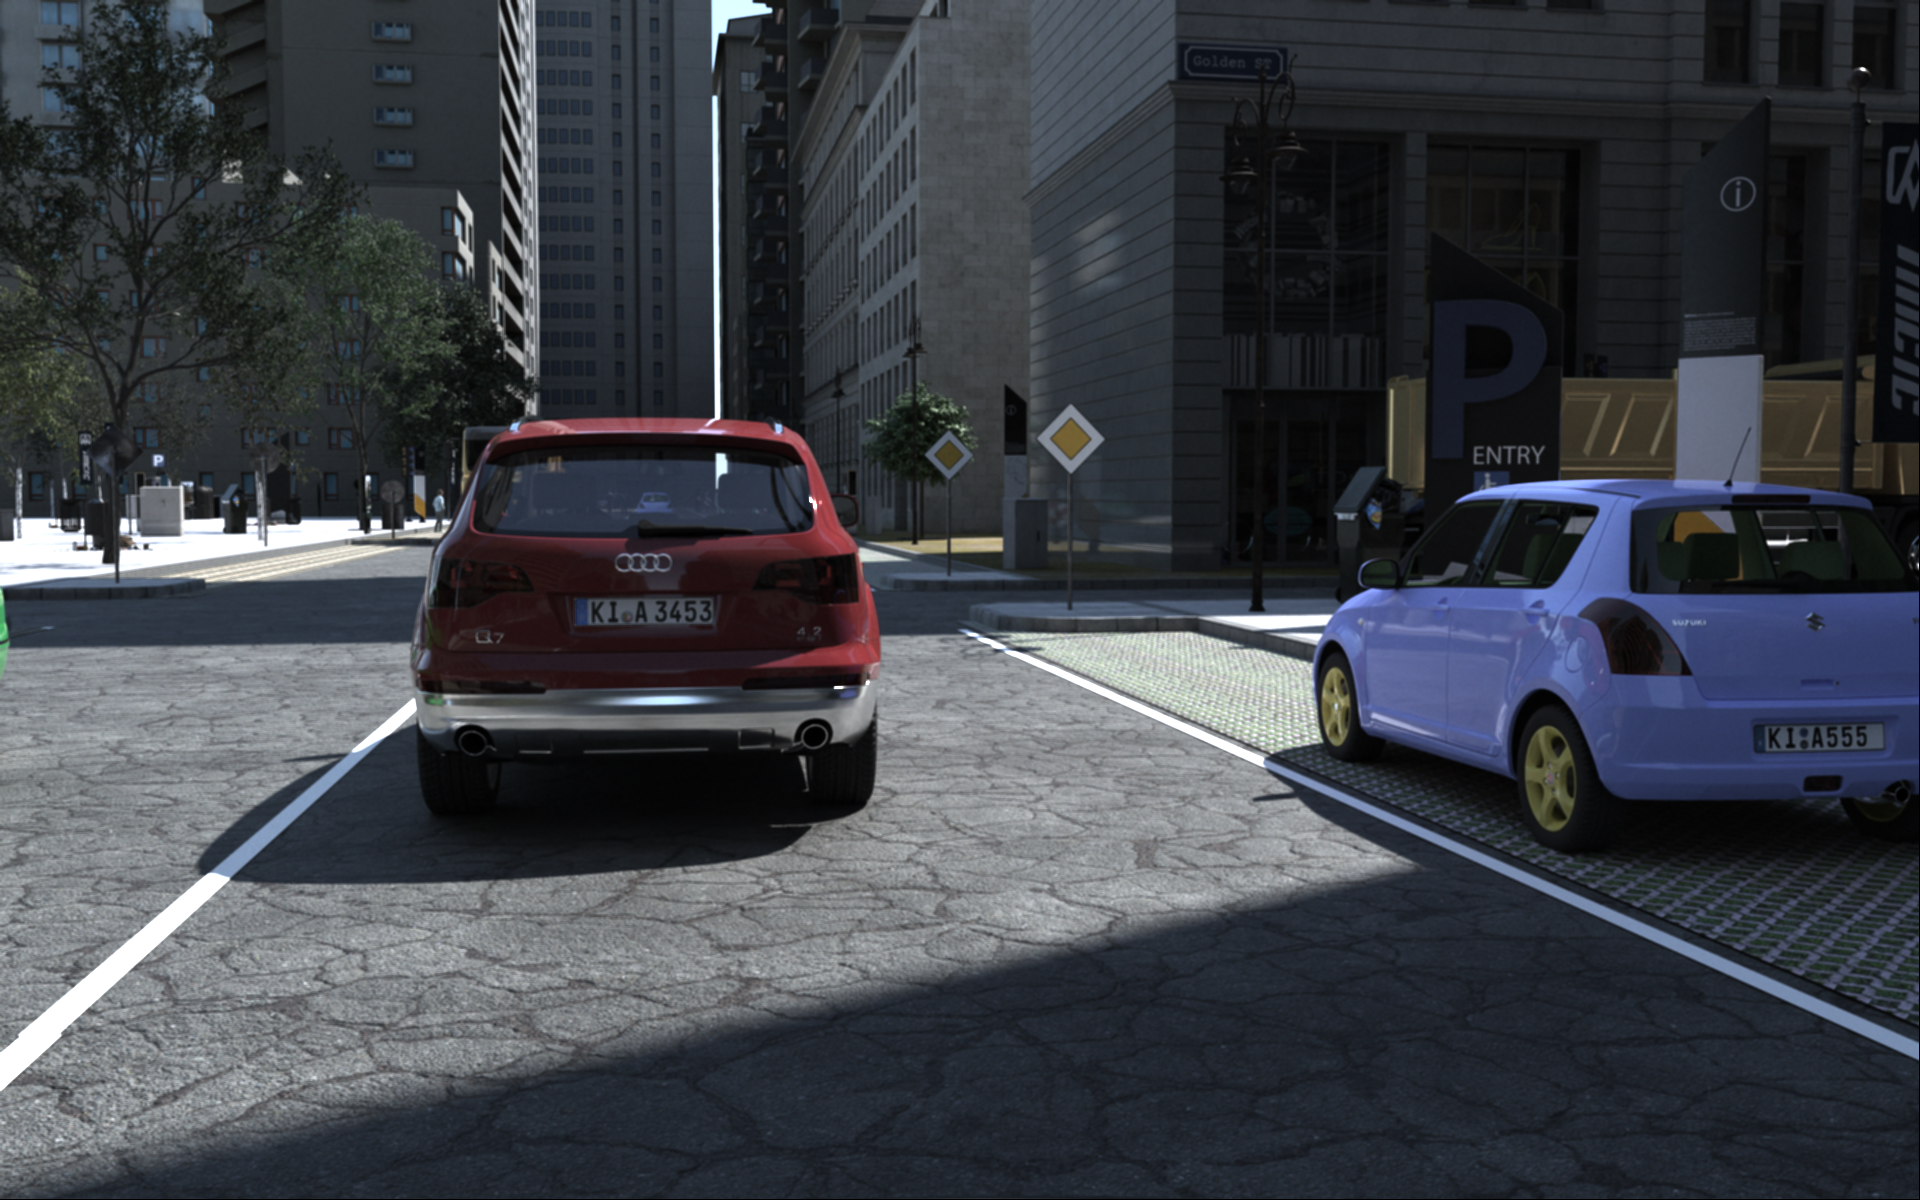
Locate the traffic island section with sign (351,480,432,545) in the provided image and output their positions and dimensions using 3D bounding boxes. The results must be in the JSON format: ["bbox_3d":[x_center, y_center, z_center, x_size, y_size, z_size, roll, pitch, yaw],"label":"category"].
[{"bbox_3d":[-16.125,-2.484,49.239,1.989,1.847,2.006,-1,4,-10],"label":"traffic island section with sign"}]

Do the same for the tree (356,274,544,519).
[{"bbox_3d":[-26.670,-10.638,90.938,9.611,12.733,9.660,0,3,0],"label":"tree"}]

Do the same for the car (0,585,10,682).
[{"bbox_3d":[-6.031,0.051,7.966,1.959,1.807,4.718,-1,4,-9],"label":"car"}]

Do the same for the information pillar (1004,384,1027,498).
[{"bbox_3d":[1.164,-2.778,36.778,0.504,3.616,0.183,0,4,2],"label":"information pillar"}]

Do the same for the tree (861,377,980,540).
[{"bbox_3d":[-0.995,-3.978,48.758,4.285,4.588,4.351,0,3,0],"label":"tree"}]

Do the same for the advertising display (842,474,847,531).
[{"bbox_3d":[-3.632,-3.068,55.372,0.123,1.923,0.974,-1,4,-11],"label":"advertising display"}]

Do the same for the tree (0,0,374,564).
[{"bbox_3d":[-15.307,-5.929,31.356,7.601,10.594,8.767,2,4,25],"label":"tree"}]

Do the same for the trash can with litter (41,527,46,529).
[{"bbox_3d":[-33.406,-3.315,65.253,2.233,1.210,1.678,-1,4,-9],"label":"trash can with litter"}]

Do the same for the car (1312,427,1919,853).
[{"bbox_3d":[2.984,0.079,8.293,1.945,1.707,3.694,-1,4,-9],"label":"car"}]

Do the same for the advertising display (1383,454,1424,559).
[{"bbox_3d":[7.225,-1.388,27.902,0.974,1.923,0.123,-2,4,-24],"label":"advertising display"}]

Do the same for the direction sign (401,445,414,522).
[{"bbox_3d":[-25.440,-5.373,79.850,0.876,3.537,0.379,2,4,33],"label":"direction sign"}]

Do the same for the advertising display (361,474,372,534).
[{"bbox_3d":[-19.059,-3.085,55.649,0.123,1.923,0.974,-1,4,-9],"label":"advertising display"}]

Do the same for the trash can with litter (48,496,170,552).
[{"bbox_3d":[-19.234,-1.731,39.367,2.233,1.210,1.678,-1,4,-11],"label":"trash can with litter"}]

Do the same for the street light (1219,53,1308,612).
[{"bbox_3d":[3.252,-2.813,18.786,0.468,5.910,1.993,-1,4,-10],"label":"street light"}]

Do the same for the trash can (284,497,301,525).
[{"bbox_3d":[-27.864,-3.713,72.365,0.748,1.137,0.748,0,3,0],"label":"trash can"}]

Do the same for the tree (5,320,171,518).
[{"bbox_3d":[-34.527,-7.257,69.013,4.360,8.622,3.978,0,3,0],"label":"tree"}]

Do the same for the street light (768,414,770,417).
[{"bbox_3d":[-11.110,-7.814,100.541,0.468,5.910,1.993,-1,4,-10],"label":"street light"}]

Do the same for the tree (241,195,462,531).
[{"bbox_3d":[-21.125,-8.261,60.821,9.928,11.665,9.643,0,3,0],"label":"tree"}]

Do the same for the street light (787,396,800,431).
[{"bbox_3d":[-7.839,-6.659,81.659,0.468,5.910,1.993,-1,4,-10],"label":"street light"}]

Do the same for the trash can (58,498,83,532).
[{"bbox_3d":[-29.954,-2.855,58.332,0.748,1.137,0.748,0,3,0],"label":"trash can"}]

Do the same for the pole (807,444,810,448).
[{"bbox_3d":[-6.268,-4.732,71.204,0.158,3.312,0.155,0,3,0],"label":"pole"}]

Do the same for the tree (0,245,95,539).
[{"bbox_3d":[-26.971,-6.067,49.554,4.737,8.622,4.395,0,3,0],"label":"tree"}]

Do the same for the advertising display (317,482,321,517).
[{"bbox_3d":[-35.659,-5.578,96.415,0.123,1.923,0.974,-1,4,-17],"label":"advertising display"}]

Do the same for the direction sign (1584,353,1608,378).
[{"bbox_3d":[10.324,-2.215,28.219,0.379,3.537,0.876,3,5,42],"label":"direction sign"}]

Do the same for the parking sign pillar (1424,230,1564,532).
[{"bbox_3d":[5.383,-1.774,17.484,1.447,3.967,1.447,1,4,21],"label":"parking sign pillar"}]

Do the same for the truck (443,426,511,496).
[{"bbox_3d":[-13.360,-3.440,52.164,3.469,3.379,9.791,-1,4,-11],"label":"truck"}]

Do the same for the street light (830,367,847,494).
[{"bbox_3d":[-4.415,-5.506,62.804,0.468,5.910,1.993,-1,4,-10],"label":"street light"}]

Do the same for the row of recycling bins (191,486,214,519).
[{"bbox_3d":[-38.926,-5.012,89.056,1.069,1.692,3.534,-1,4,-20],"label":"row of recycling bins"}]

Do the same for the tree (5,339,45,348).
[{"bbox_3d":[-42.867,-7.691,76.110,4.360,8.622,3.978,0,3,0],"label":"tree"}]

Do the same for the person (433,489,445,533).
[{"bbox_3d":[-19.250,-3.291,64.115,0.330,1.601,0.589,-3,5,-44],"label":"person"}]

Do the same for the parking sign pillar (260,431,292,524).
[{"bbox_3d":[-29.302,-5.236,74.083,1.447,3.967,1.447,-1,4,-14],"label":"parking sign pillar"}]

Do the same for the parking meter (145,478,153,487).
[{"bbox_3d":[-29.415,-3.481,62.625,0.255,1.863,0.399,3,4,39],"label":"parking meter"}]

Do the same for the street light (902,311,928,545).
[{"bbox_3d":[-1.144,-4.351,43.922,0.468,5.910,1.993,-1,4,-10],"label":"street light"}]

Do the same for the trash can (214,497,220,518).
[{"bbox_3d":[-39.433,-4.884,91.505,0.748,1.137,0.748,0,3,0],"label":"trash can"}]

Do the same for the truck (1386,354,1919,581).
[{"bbox_3d":[11.172,-1.763,24.744,9.791,3.379,3.469,-1,4,-9],"label":"truck"}]

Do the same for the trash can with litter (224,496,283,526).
[{"bbox_3d":[-28.701,-3.628,70.381,2.233,1.210,1.678,-1,4,-23],"label":"trash can with litter"}]

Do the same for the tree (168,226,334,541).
[{"bbox_3d":[-19.241,-5.936,47.424,4.360,8.622,3.978,0,3,0],"label":"tree"}]

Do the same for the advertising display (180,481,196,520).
[{"bbox_3d":[-38.235,-4.921,85.675,0.974,1.923,0.123,1,4,16],"label":"advertising display"}]

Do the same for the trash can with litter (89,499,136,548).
[{"bbox_3d":[-20.348,-1.848,41.600,1.055,1.170,0.624,0,4,5],"label":"trash can with litter"}]

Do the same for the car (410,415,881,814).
[{"bbox_3d":[-1.628,-0.045,9.406,2.281,1.827,5.304,-1,4,-8],"label":"car"}]
